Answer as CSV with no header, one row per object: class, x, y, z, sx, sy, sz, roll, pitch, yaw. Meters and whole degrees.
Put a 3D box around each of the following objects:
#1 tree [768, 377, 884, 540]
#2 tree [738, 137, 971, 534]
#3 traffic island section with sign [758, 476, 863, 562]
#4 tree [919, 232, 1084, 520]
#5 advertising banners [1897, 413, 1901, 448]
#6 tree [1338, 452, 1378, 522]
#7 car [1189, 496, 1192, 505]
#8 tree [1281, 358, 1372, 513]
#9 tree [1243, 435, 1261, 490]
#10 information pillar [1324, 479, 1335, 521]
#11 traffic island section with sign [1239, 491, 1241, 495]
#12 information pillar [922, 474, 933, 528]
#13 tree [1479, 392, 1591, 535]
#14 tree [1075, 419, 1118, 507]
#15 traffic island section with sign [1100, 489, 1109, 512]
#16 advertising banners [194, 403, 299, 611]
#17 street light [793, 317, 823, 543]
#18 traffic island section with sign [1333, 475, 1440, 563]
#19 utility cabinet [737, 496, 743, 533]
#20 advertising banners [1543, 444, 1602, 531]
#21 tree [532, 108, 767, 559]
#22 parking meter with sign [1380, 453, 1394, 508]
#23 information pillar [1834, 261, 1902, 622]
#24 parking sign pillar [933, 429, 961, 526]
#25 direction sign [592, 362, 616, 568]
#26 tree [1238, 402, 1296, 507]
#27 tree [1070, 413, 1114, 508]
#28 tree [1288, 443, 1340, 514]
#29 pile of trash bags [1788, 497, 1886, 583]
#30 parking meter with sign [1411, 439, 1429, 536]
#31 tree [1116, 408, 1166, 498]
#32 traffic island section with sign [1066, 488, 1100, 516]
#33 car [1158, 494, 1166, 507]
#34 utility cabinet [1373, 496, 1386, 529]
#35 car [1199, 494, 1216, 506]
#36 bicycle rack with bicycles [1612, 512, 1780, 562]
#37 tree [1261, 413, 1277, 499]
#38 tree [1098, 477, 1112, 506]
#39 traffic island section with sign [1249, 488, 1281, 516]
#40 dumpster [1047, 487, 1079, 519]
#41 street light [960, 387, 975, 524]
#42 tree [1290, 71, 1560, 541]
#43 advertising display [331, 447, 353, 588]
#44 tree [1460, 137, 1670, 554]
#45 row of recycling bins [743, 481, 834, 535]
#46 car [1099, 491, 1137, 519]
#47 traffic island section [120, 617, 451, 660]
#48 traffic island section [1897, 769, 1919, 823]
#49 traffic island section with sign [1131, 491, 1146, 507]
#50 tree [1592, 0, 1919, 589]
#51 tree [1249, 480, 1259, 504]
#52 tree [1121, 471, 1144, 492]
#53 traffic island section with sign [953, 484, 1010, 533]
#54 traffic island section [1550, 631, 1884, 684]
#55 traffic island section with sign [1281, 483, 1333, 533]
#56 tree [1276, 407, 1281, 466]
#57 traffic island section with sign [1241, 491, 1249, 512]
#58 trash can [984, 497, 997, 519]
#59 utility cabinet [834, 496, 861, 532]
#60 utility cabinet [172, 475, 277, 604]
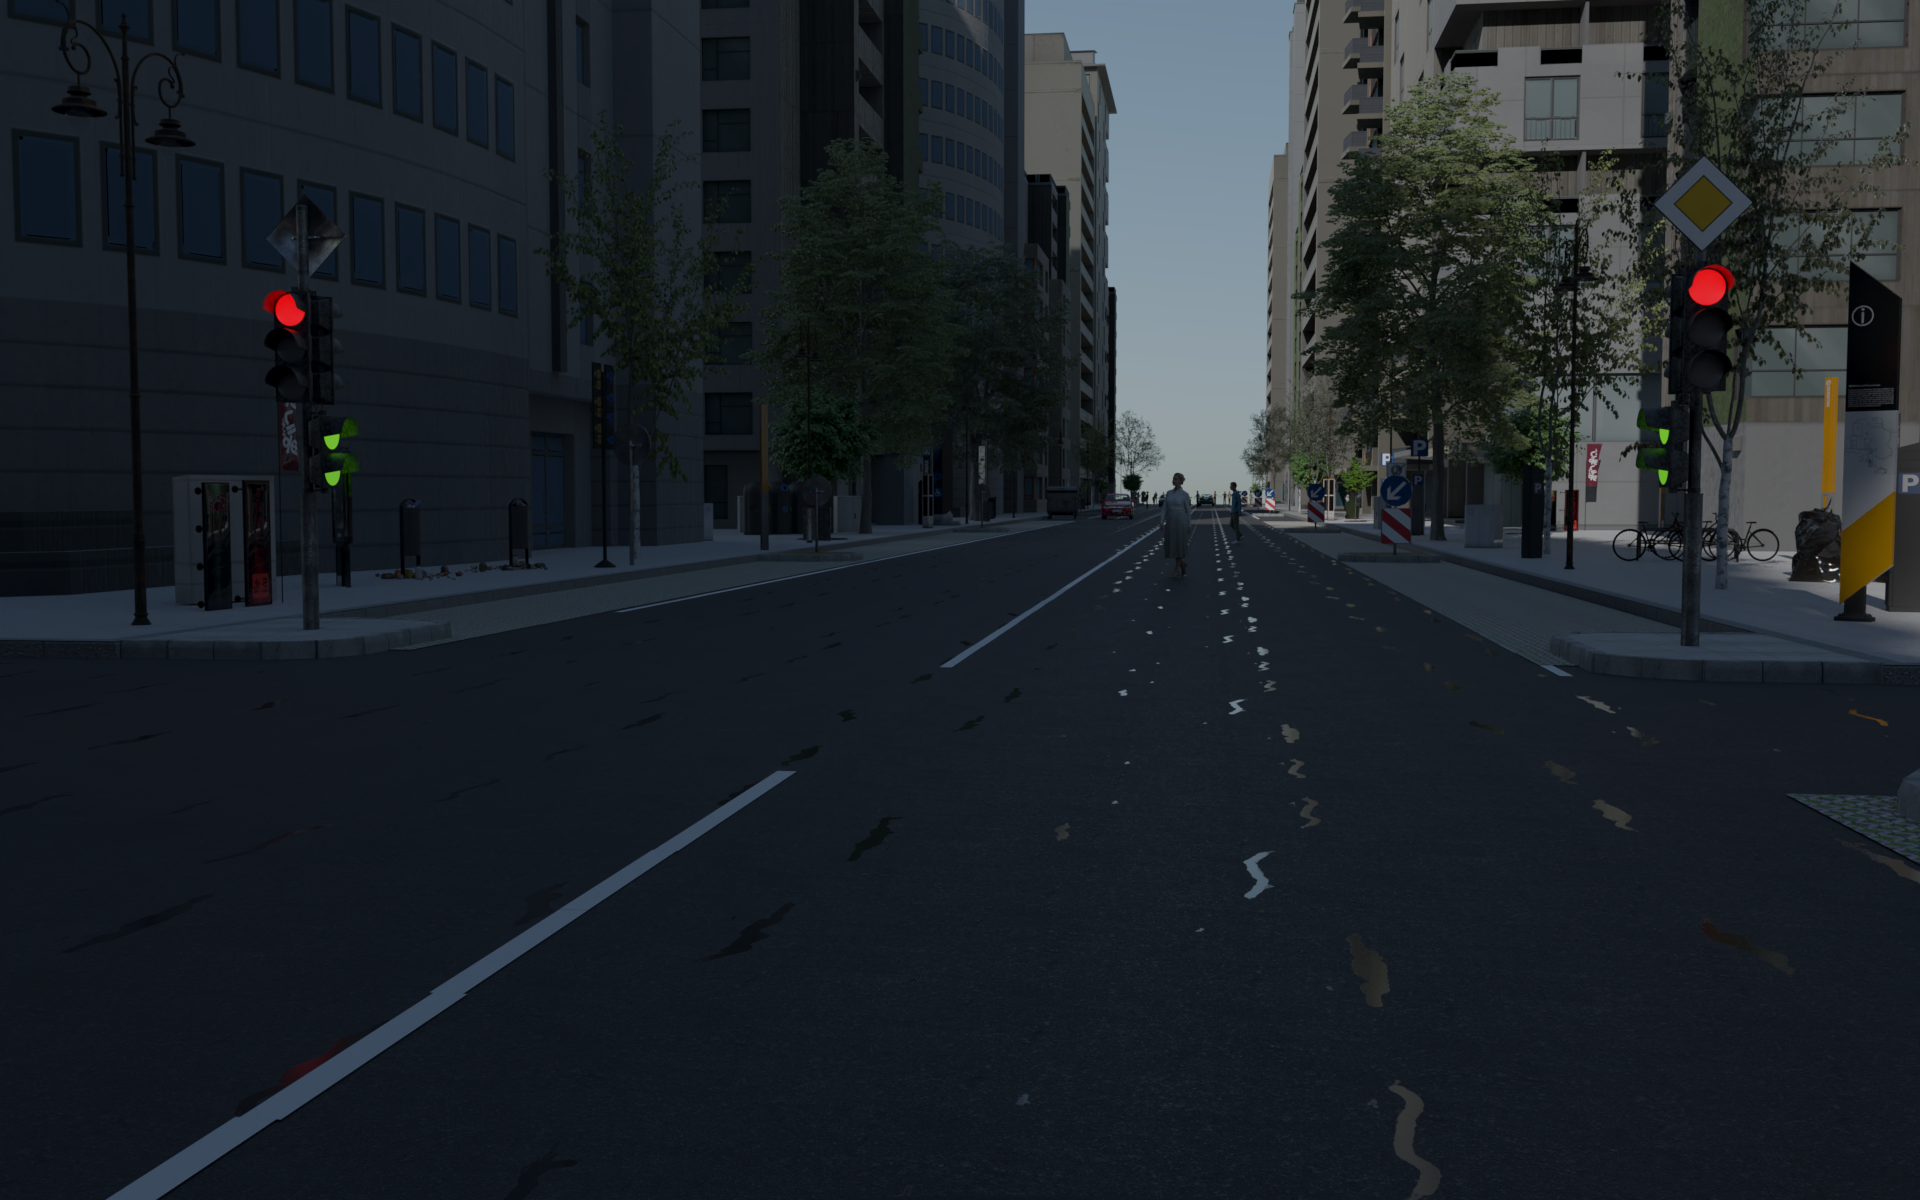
tree,-3.850,-3.977,48.736,4.285,4.588,4.351,0,3,0
tree,-3.295,-8.442,56.154,7.486,12.596,7.792,0,3,0
traffic island section with sign,-3.150,-1.755,37.322,1.989,1.847,2.006,1,4,8
tree,0.859,-10.902,84.903,9.857,13.997,8.962,0,3,0
advertising banners,20.120,-2.493,36.941,0.090,3.025,2.074,1,4,18
tree,18.230,-5.234,80.173,1.663,3.219,1.824,0,3,0
car,29.116,-13.039,224.993,2.131,1.459,4.920,0,4,8
tree,20.086,-8.730,93.097,4.360,8.622,3.978,0,3,0
tree,35.321,-15.339,201.149,4.360,8.622,3.978,0,3,0
information pillar,17.937,-4.851,83.807,0.304,2.012,0.304,0,4,-1
traffic island section with sign,31.841,-11.362,194.388,1.989,1.847,2.006,1,4,8
information pillar,-1.208,-3.702,65.022,0.304,2.012,0.304,3,5,39
tree,18.198,-4.361,55.008,4.285,4.588,4.351,0,3,0
tree,12.931,-13.277,167.436,4.737,8.622,4.395,0,3,0
traffic island section with sign,11.972,-8.158,142.018,1.989,1.847,2.006,1,4,8
advertising banners,-8.065,-1.443,19.784,0.090,3.025,2.074,1,4,11
street light,-3.957,-4.439,45.365,0.468,5.910,1.993,1,4,8
traffic island section with sign,9.079,-1.725,36.827,1.989,1.847,2.006,1,4,8
utility cabinet,-6.907,-2.858,57.894,1.020,1.237,0.306,-2,4,-25
advertising banners,21.236,-3.913,60.170,2.074,3.025,0.090,0,4,1
tree,-6.162,-5.117,34.022,4.737,8.622,4.395,0,3,0
parking meter with sign,17.803,-4.662,72.490,0.543,3.016,1.738,1,4,18
information pillar,9.097,-1.589,17.331,0.504,3.616,0.183,3,5,43
parking sign pillar,-0.693,-5.041,70.886,1.447,3.967,1.447,1,4,19
direction sign,-6.208,-2.336,30.192,0.379,3.537,0.876,1,4,11
tree,31.865,-14.668,174.241,8.767,10.594,7.601,3,4,39
tree,12.031,-12.607,156.493,4.360,8.622,3.978,0,3,0
tree,22.713,-7.790,111.074,4.285,4.588,4.351,0,3,0
pile of trash bags,13.747,-1.011,26.282,1.912,1.369,3.447,2,4,33
parking meter with sign,14.334,-3.547,54.247,0.543,3.016,1.738,1,4,18
tree,24.493,-20.692,248.689,12.009,13.543,11.850,0,3,0
traffic island section with sign,8.082,-6.508,115.029,1.989,1.847,2.006,1,4,8
car,23.501,-11.449,196.983,2.009,1.686,4.222,1,4,10
utility cabinet,15.360,-3.195,63.408,0.306,1.237,1.020,0,4,4
car,29.772,-12.067,209.098,2.131,1.459,4.920,1,4,10
bicycle rack with bicycles,14.258,-1.232,33.533,2.925,0.926,2.852,2,4,24
tree,23.228,-10.342,119.459,4.360,8.622,3.978,0,3,0
tree,15.728,-12.011,190.988,1.663,3.219,1.824,0,3,0
traffic island section with sign,19.989,-6.349,112.428,1.989,1.847,2.006,1,4,8
dumpster,5.852,-5.538,98.767,1.865,1.857,1.264,0,4,8
street light,0.295,-6.218,74.446,0.468,5.910,1.993,1,4,8
tree,12.819,-7.911,47.466,7.486,12.596,7.792,0,3,0
advertising display,-8.602,-1.155,24.105,0.123,1.923,0.974,-2,4,-29
tree,12.757,-5.279,36.666,4.737,8.622,4.395,0,3,0
row of recycling bins,-5.504,-2.955,55.424,1.069,1.692,3.534,3,5,42
car,9.072,-5.534,99.524,2.155,1.783,4.494,0,4,6
traffic island section,-6.168,0.358,16.431,2.009,0.180,2.903,1,4,8
traffic island section,5.053,0.950,6.744,2.009,0.180,2.903,1,4,8
traffic island section with sign,19.888,-11.512,196.847,1.989,1.847,2.006,1,4,8
tree,10.457,-4.464,23.351,4.360,8.622,3.978,0,3,0
tree,40.020,-14.742,235.633,1.663,3.219,1.824,0,3,0
tree,23.700,-15.547,237.912,4.285,4.588,4.351,0,3,0
traffic island section with sign,0.838,-3.446,64.969,1.989,1.847,2.006,1,4,8
traffic island section,6.194,0.467,14.647,2.009,0.180,2.903,1,4,8
traffic island section with sign,13.008,-3.389,64.038,1.989,1.847,2.006,1,4,8
tree,20.884,-9.238,101.408,4.360,8.622,3.978,0,3,0
traffic island section with sign,23.957,-8.027,139.877,1.989,1.847,2.006,1,4,8
trash can,1.560,-4.750,89.323,0.748,1.137,0.748,0,3,0
utility cabinet,-3.765,-2.885,58.330,1.020,1.237,0.306,-3,4,-38
utility cabinet,-8.669,-0.719,20.429,0.318,1.500,1.173,2,4,29
